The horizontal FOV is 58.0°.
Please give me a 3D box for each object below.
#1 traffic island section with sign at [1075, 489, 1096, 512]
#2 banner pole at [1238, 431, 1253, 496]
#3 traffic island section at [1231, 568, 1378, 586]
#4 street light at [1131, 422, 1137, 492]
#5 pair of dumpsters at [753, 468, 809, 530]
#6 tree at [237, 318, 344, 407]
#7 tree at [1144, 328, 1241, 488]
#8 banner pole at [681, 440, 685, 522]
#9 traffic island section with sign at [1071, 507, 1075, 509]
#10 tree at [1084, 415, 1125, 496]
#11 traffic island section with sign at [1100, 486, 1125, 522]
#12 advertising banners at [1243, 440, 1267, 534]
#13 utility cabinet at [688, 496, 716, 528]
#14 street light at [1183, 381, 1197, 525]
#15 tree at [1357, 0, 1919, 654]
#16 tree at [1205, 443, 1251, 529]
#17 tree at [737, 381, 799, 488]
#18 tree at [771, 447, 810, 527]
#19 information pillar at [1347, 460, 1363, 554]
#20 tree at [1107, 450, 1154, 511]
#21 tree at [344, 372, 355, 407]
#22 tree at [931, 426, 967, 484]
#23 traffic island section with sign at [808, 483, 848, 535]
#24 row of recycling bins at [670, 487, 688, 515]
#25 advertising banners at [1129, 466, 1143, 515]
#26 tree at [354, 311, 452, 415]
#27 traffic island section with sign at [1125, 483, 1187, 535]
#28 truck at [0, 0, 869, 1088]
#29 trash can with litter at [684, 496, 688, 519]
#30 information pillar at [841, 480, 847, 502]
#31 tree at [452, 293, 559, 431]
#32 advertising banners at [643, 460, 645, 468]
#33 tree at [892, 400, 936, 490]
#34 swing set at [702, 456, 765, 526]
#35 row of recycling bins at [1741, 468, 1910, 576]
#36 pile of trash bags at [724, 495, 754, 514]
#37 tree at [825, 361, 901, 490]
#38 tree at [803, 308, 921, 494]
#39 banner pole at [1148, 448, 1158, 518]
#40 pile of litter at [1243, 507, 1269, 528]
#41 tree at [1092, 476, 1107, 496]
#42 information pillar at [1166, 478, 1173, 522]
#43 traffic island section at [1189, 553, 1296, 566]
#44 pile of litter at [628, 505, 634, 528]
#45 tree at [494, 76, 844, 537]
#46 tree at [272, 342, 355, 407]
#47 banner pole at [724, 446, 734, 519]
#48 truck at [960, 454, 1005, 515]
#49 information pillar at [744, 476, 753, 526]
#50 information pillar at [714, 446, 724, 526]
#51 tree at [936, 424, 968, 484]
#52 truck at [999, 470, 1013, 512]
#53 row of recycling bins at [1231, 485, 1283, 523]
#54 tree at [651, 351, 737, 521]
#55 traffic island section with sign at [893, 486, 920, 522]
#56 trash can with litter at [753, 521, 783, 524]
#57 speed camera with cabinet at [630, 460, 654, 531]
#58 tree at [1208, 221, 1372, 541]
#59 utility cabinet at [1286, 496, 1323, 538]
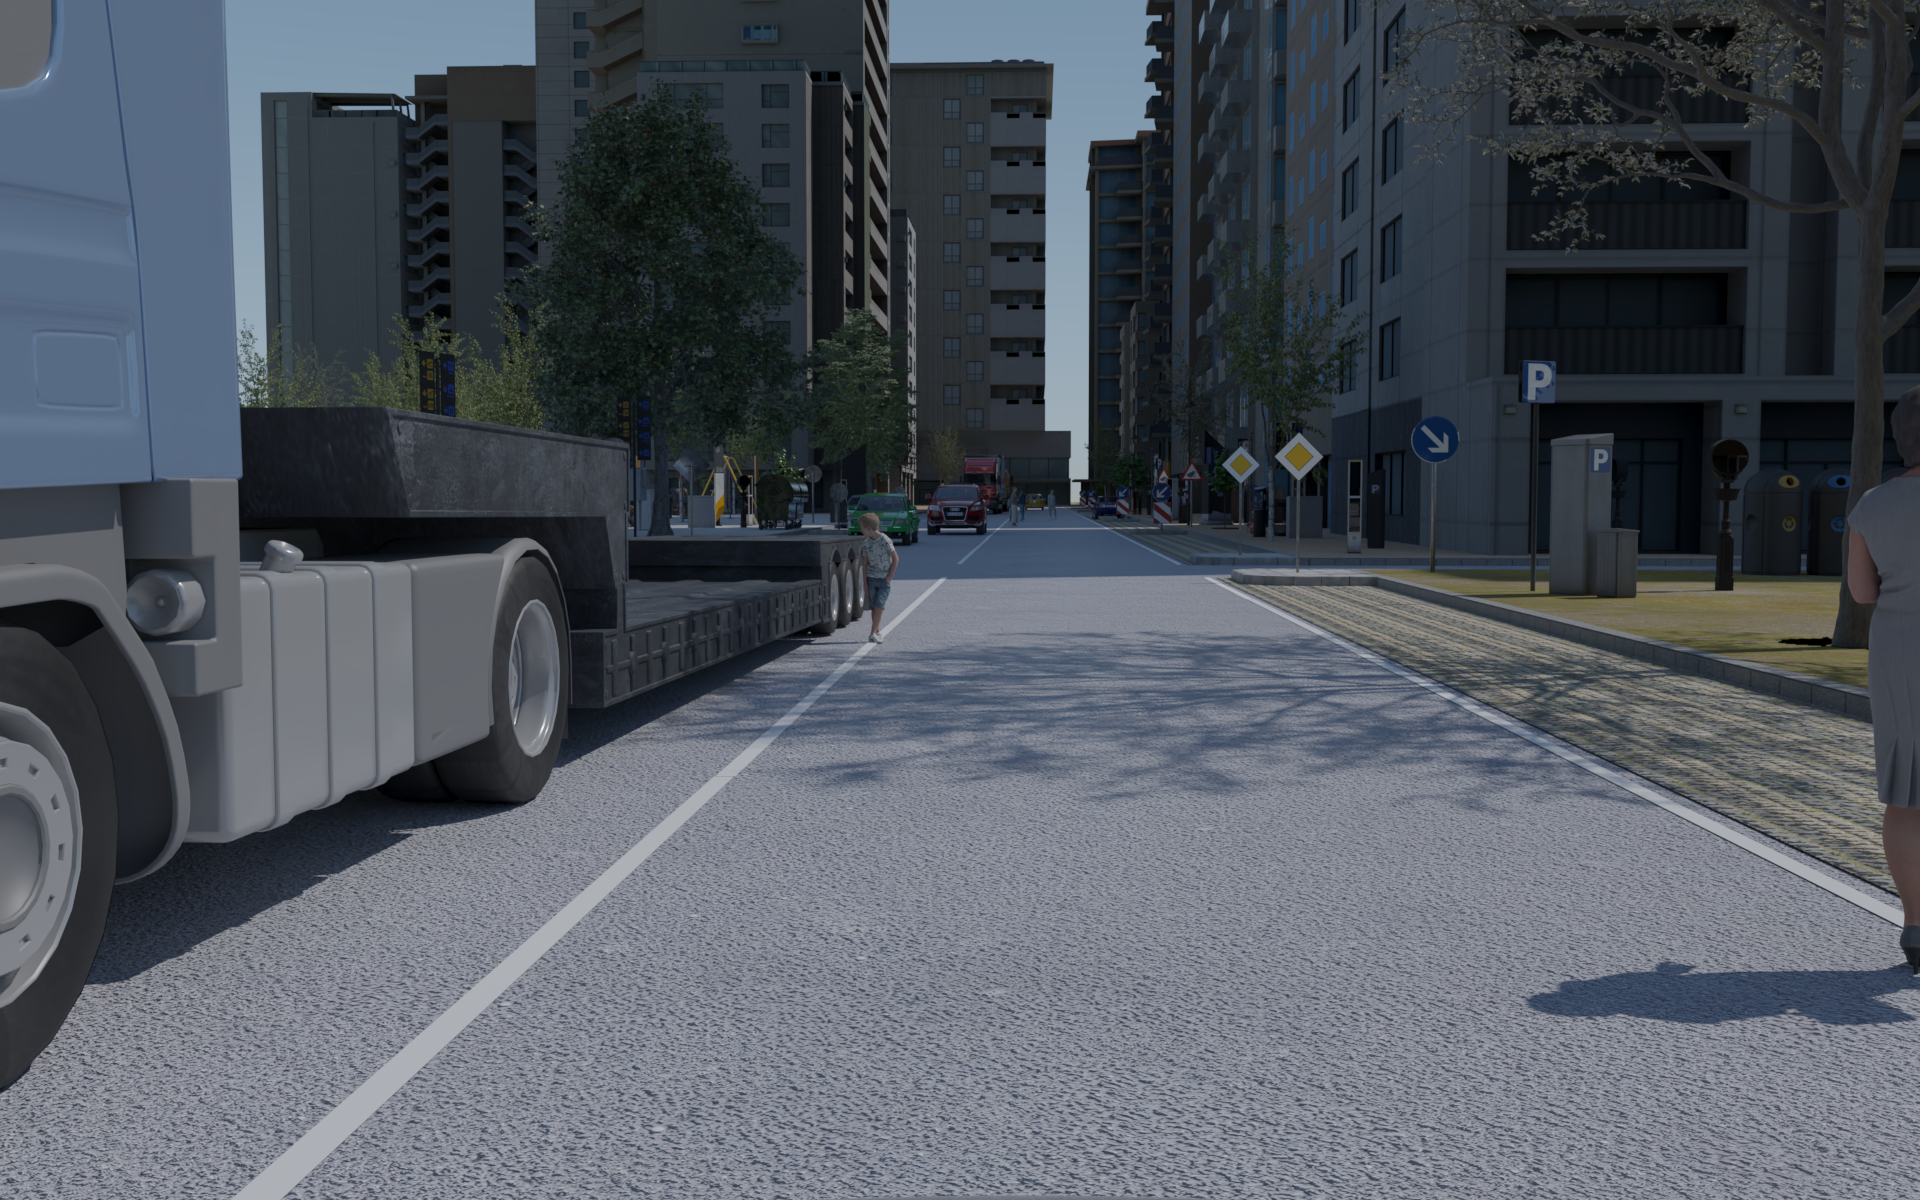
[{"bbox_3d":[10.396,-7.931,138.293,1.989,1.847,2.006,0,4,3],"label":"traffic island section with sign"},{"bbox_3d":[11.380,-4.823,68.876,0.863,3.779,0.401,-1,4,-22],"label":"banner pole"},{"bbox_3d":[5.523,-0.365,28.243,2.009,0.180,2.903,0,4,3],"label":"traffic island section"},{"bbox_3d":[11.138,-8.430,110.615,0.468,5.910,1.993,0,4,3],"label":"street light"},{"bbox_3d":[-6.591,-3.740,63.641,1.574,2.255,4.437,0,4,2],"label":"pair of dumpsters"},{"bbox_3d":[-29.437,-7.530,73.484,4.737,8.622,4.395,0,3,0],"label":"tree"},{"bbox_3d":[10.461,-7.796,77.830,4.360,8.622,3.978,0,3,0],"label":"tree"},{"bbox_3d":[-12.594,-5.437,78.914,0.401,3.779,0.863,0,4,3],"label":"banner pole"},{"bbox_3d":[11.582,-9.585,165.348,1.989,1.847,2.006,0,4,3],"label":"traffic island section with sign"},{"bbox_3d":[13.599,-12.913,161.492,4.737,8.622,4.395,0,3,0],"label":"tree"},{"bbox_3d":[8.218,-4.914,88.971,1.989,1.847,2.006,0,4,3],"label":"traffic island section with sign"},{"bbox_3d":[9.485,-3.650,55.870,0.090,3.025,2.074,-1,4,-11],"label":"advertising banners"},{"bbox_3d":[-9.836,-3.352,65.963,1.020,1.237,0.306,0,4,1],"label":"utility cabinet"},{"bbox_3d":[9.353,-5.988,70.685,0.468,5.910,1.993,0,4,3],"label":"street light"},{"bbox_3d":[7.660,-6.346,14.122,12.009,13.543,11.850,0,3,0],"label":"tree"},{"bbox_3d":[9.610,-4.210,63.433,1.663,3.219,1.824,0,3,0],"label":"tree"},{"bbox_3d":[-10.871,-9.037,98.121,4.737,8.622,4.395,0,3,0],"label":"tree"},{"bbox_3d":[-6.947,-4.461,67.546,1.663,3.219,1.824,0,3,0],"label":"tree"},{"bbox_3d":[8.530,-2.015,37.436,0.304,2.012,0.304,1,4,11],"label":"information pillar"},{"bbox_3d":[12.648,-8.841,128.264,4.285,4.588,4.351,0,3,0],"label":"tree"},{"bbox_3d":[-30.232,-8.602,90.998,4.737,8.622,4.395,0,3,0],"label":"tree"},{"bbox_3d":[-1.314,-14.628,189.533,4.737,8.622,4.395,0,3,0],"label":"tree"},{"bbox_3d":[-4.283,-3.234,61.510,1.989,1.847,2.006,0,4,3],"label":"traffic island section with sign"},{"bbox_3d":[-17.229,-6.065,106.280,1.069,1.692,3.534,0,4,-3],"label":"row of recycling bins"},{"bbox_3d":[10.871,-6.802,107.405,0.090,3.025,2.074,2,4,30],"label":"advertising banners"},{"bbox_3d":[-21.467,-7.255,68.988,4.737,8.622,4.395,0,3,0],"label":"tree"},{"bbox_3d":[6.999,-3.228,61.403,1.989,1.847,2.006,0,4,3],"label":"traffic island section with sign"},{"bbox_3d":[-2.930,-1.304,11.085,2.967,4.110,18.799,0,4,4],"label":"truck"},{"bbox_3d":[-14.084,-4.774,89.440,0.624,1.170,1.055,0,4,-1],"label":"trash can with litter"},{"bbox_3d":[-5.945,-5.150,88.702,0.304,2.012,0.304,0,4,-4],"label":"information pillar"},{"bbox_3d":[-15.551,-6.830,62.041,4.737,8.622,4.395,0,3,0],"label":"tree"},{"bbox_3d":[-14.334,-5.142,80.262,0.090,3.025,2.074,1,4,19],"label":"advertising banners"},{"bbox_3d":[-4.405,-11.178,133.128,4.360,8.622,3.978,0,3,0],"label":"tree"},{"bbox_3d":[-9.658,-4.546,71.955,2.862,2.851,3.119,0,4,0],"label":"swing set"},{"bbox_3d":[14.207,-1.228,27.186,3.534,1.692,1.069,1,4,18],"label":"row of recycling bins"},{"bbox_3d":[-14.720,-6.178,110.769,3.447,1.369,1.912,2,4,25],"label":"pile of trash bags"},{"bbox_3d":[-5.394,-8.937,96.480,4.737,8.622,4.395,0,3,0],"label":"tree"},{"bbox_3d":[-6.058,-11.511,106.334,7.486,12.596,7.792,0,3,0],"label":"tree"},{"bbox_3d":[10.518,-6.344,93.738,0.401,3.779,0.863,-2,4,-24],"label":"banner pole"},{"bbox_3d":[11.441,-3.222,66.646,1.176,0.858,1.719,2,4,32],"label":"pile of litter"},{"bbox_3d":[13.970,-10.710,169.710,1.663,3.219,1.824,0,3,0],"label":"tree"},{"bbox_3d":[9.747,-4.659,80.672,0.304,2.012,0.304,0,4,0],"label":"information pillar"},{"bbox_3d":[5.875,-0.853,36.220,2.009,0.180,2.903,0,4,3],"label":"traffic island section"},{"bbox_3d":[-12.885,-3.211,66.469,1.176,0.858,1.719,2,4,32],"label":"pile of litter"},{"bbox_3d":[-8.340,-8.020,48.137,9.611,12.733,9.660,0,3,0],"label":"tree"},{"bbox_3d":[-30.846,-8.121,83.135,4.360,8.622,3.978,0,3,0],"label":"tree"},{"bbox_3d":[-12.144,-6.112,89.944,0.863,3.779,0.401,-3,4,-38],"label":"banner pole"},{"bbox_3d":[1.746,-8.316,124.879,2.839,4.237,11.283,0,4,4],"label":"truck"},{"bbox_3d":[-8.555,-3.991,69.743,0.304,2.012,0.304,1,4,22],"label":"information pillar"},{"bbox_3d":[-9.664,-4.773,69.386,0.183,3.616,0.504,2,4,35],"label":"information pillar"},{"bbox_3d":[-1.691,-13.971,178.787,4.360,8.622,3.978,0,3,0],"label":"tree"},{"bbox_3d":[2.676,-8.884,141.169,3.469,3.379,9.791,0,4,3],"label":"truck"},{"bbox_3d":[12.547,-4.259,76.755,3.534,1.692,1.069,0,4,-2],"label":"row of recycling bins"},{"bbox_3d":[-13.491,-8.144,83.519,4.737,8.622,4.395,0,3,0],"label":"tree"},{"bbox_3d":[-3.065,-4.923,89.114,1.989,1.847,2.006,0,4,3],"label":"traffic island section with sign"},{"bbox_3d":[-8.527,-3.961,75.822,1.678,1.210,2.233,1,4,21],"label":"trash can with litter"},{"bbox_3d":[-11.163,-4.075,60.957,0.660,3.252,2.038,1,4,9],"label":"speed camera with cabinet"},{"bbox_3d":[8.603,-5.895,46.746,4.737,8.622,4.395,0,3,0],"label":"tree"},{"bbox_3d":[10.060,-2.412,50.603,1.020,1.237,0.306,-1,4,-10],"label":"utility cabinet"}]
